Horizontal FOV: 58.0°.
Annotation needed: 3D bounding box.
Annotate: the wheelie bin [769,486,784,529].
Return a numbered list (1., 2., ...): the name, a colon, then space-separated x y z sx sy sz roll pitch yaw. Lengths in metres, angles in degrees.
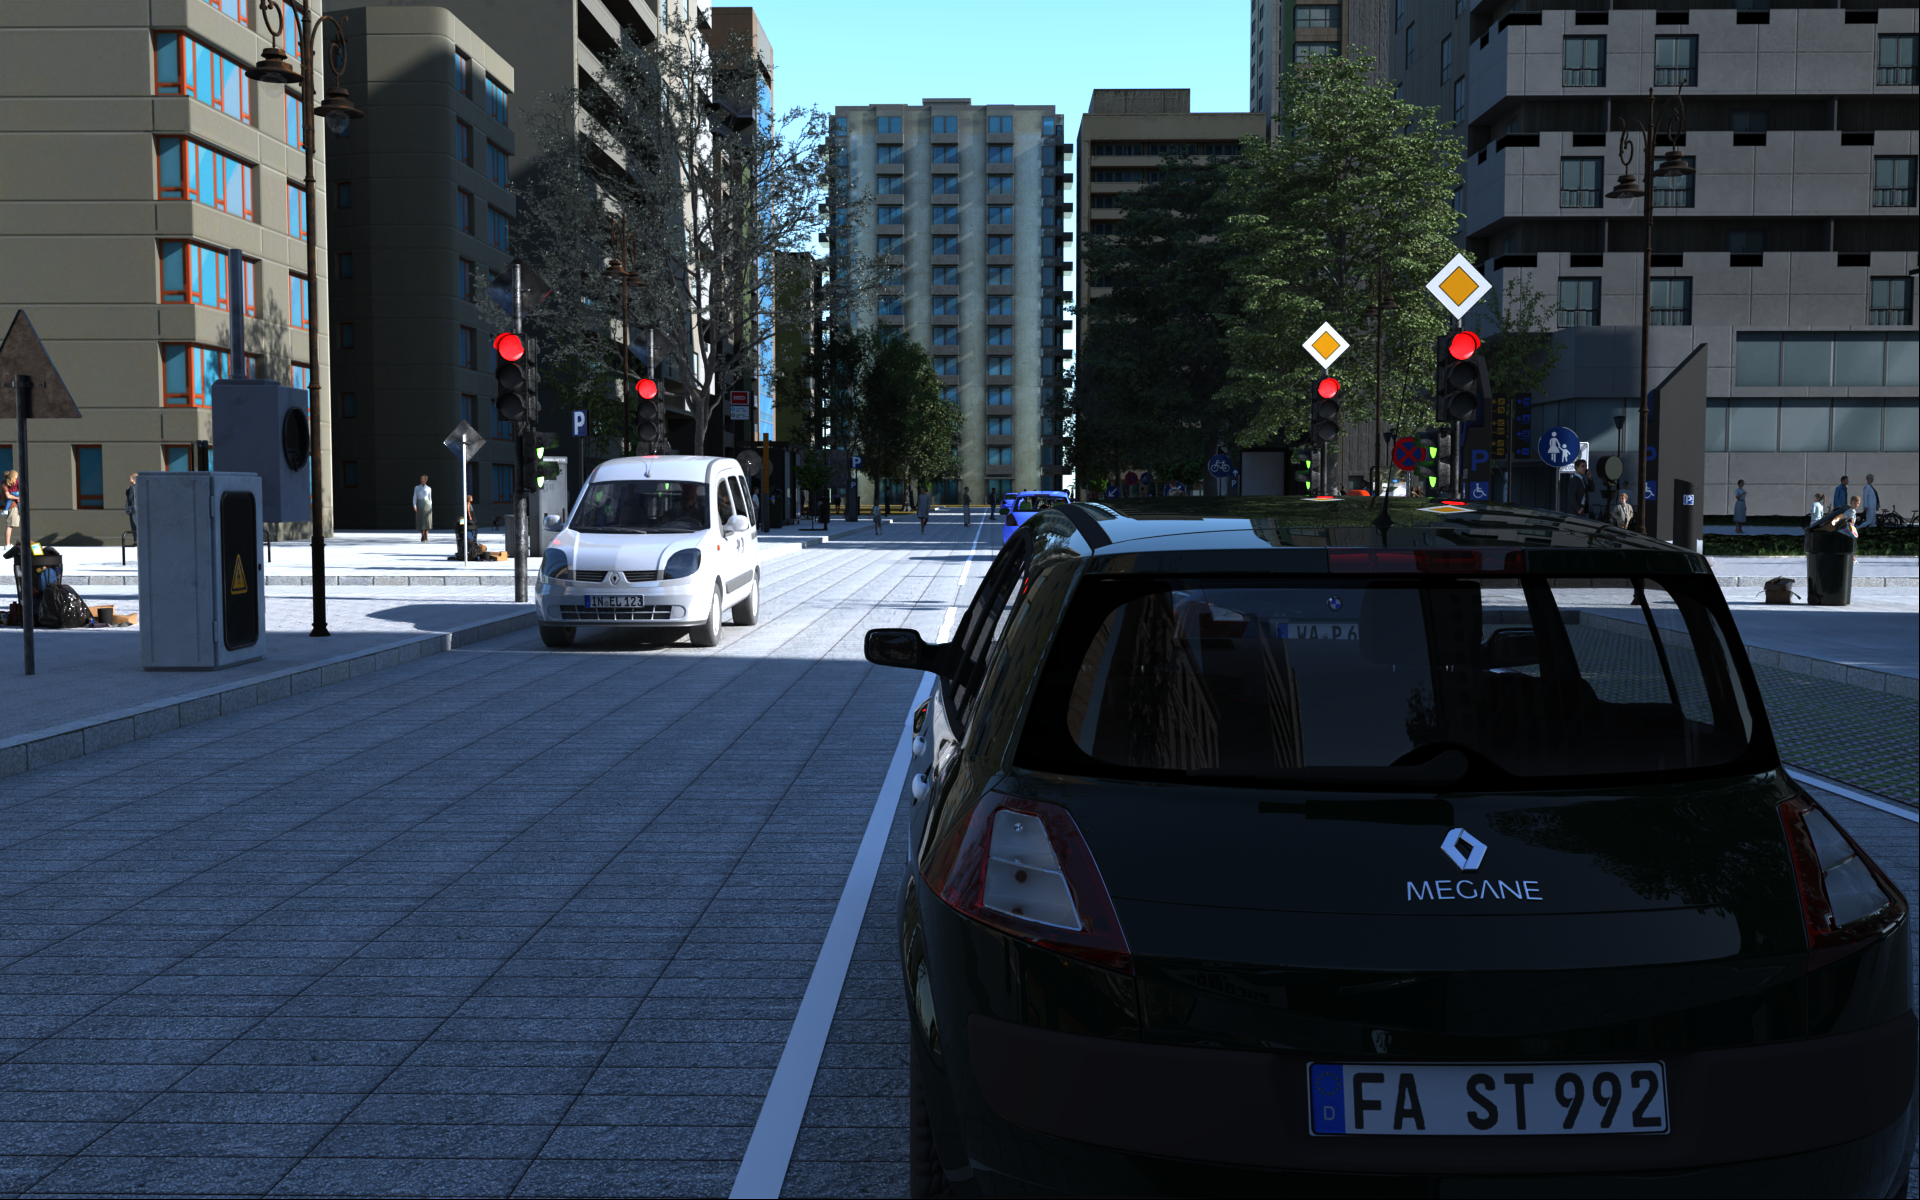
1. wheelie bin: -6.963 -3.471 64.667 0.693 1.594 0.980 -1 4 -23

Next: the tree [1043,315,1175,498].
1. tree: 10.120 -11.870 111.083 9.611 12.733 9.660 0 3 0

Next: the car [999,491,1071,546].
1. car: 1.828 -1.766 38.472 1.945 1.707 3.694 0 4 3

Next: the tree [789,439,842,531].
1. tree: -5.282 -4.063 61.031 1.663 3.219 1.824 0 3 0

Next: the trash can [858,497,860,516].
1. trash can: -6.135 -5.458 100.889 0.748 1.137 0.748 0 3 0

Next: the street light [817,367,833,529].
1. street light: -4.927 -5.536 63.301 0.468 5.910 1.993 0 4 1

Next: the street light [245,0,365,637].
1. street light: -5.786 -2.611 15.477 0.468 5.910 1.993 0 4 1

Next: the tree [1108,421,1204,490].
1. tree: 9.672 -5.648 76.051 4.285 4.588 4.351 0 3 0

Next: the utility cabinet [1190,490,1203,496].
1. utility cabinet: 14.059 -5.787 103.290 0.318 1.500 1.173 3 5 39

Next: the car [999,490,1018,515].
1. car: 3.636 -6.730 119.618 1.945 1.707 3.694 0 4 -1

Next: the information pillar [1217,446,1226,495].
1. information pillar: 12.827 -5.721 84.895 0.504 3.616 0.183 -2 4 -26

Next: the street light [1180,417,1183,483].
1. street light: 8.762 -5.860 68.593 0.468 5.910 1.993 0 4 1

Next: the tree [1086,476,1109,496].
1. tree: 9.901 -7.969 124.889 1.663 3.219 1.824 0 3 0

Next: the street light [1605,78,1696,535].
1. street light: 7.854 -2.879 19.858 0.468 5.910 1.993 0 4 1

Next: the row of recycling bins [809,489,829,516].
1. row of recycling bins: -8.333 -5.814 102.175 1.069 1.692 3.534 0 4 4

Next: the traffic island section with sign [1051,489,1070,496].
1. traffic island section with sign: 7.820 -7.449 130.415 1.989 1.847 2.006 0 4 1

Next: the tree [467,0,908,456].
1. tree: -6.512 -8.112 42.996 12.009 13.543 11.850 0 3 0

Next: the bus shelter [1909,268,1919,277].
1. bus shelter: 10.785 -1.465 15.233 1.731 3.624 6.357 0 4 1

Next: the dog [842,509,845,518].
1. dog: -6.070 -4.654 92.927 0.406 0.507 0.540 0 4 8

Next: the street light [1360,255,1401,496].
1. street light: 8.152 -3.729 33.758 0.468 5.910 1.993 0 4 1

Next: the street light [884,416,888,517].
1. street light: -4.181 -7.640 97.694 0.468 5.910 1.993 0 4 1

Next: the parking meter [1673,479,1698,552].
1. parking meter: 11.989 -1.237 28.632 0.372 1.533 0.369 0 3 0

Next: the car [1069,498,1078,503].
1. car: 2.760 -2.259 49.520 1.945 1.354 3.894 0 4 3

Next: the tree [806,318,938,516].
1. tree: -5.130 -10.855 103.230 9.928 11.665 9.643 0 3 0

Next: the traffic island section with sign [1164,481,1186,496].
1. traffic island section with sign: 6.409 -2.726 53.202 1.989 1.847 2.006 0 4 1

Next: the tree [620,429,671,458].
1. tree: -13.986 -5.838 79.169 4.285 4.588 4.351 0 3 0

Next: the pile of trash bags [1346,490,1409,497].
1. pile of trash bags: 9.769 -1.670 37.051 3.447 1.369 1.912 3 5 40

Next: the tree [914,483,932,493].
1. tree: -3.371 -9.983 157.817 1.663 3.219 1.824 0 3 0

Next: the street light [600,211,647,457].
1. street light: -5.533 -3.418 28.680 0.468 5.910 1.993 0 4 1

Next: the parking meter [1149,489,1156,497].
1. parking meter: 10.128 -5.069 91.292 0.372 1.533 0.369 0 3 0

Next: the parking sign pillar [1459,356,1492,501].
1. parking sign pillar: 9.910 -2.741 33.288 1.447 3.967 1.447 1 4 10

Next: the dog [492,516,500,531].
1. dog: -16.321 -2.699 60.966 0.540 0.507 0.406 1 4 17

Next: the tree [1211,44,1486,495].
1. tree: 9.924 -7.724 44.407 7.486 12.596 7.792 0 3 0

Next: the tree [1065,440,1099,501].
1. tree: 10.019 -11.404 136.822 4.360 8.622 3.978 0 3 0

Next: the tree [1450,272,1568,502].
1. tree: 17.893 -6.545 57.376 4.737 8.622 4.395 0 3 0

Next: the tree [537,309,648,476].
1. tree: -14.110 -7.136 67.042 4.737 8.622 4.395 0 3 0

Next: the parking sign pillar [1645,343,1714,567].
1. parking sign pillar: 12.658 -2.588 30.791 1.447 3.967 1.447 -2 4 -31

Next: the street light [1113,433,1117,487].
1. street light: 9.297 -7.963 102.990 0.468 5.910 1.993 0 4 1

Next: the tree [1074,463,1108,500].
1. tree: 11.187 -9.997 147.172 4.285 4.588 4.351 0 3 0

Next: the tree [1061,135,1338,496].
1. tree: 8.780 -9.456 61.269 9.857 13.997 8.962 0 3 0

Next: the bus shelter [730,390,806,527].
1. bus shelter: -7.770 -5.640 69.849 2.179 5.291 8.768 0 4 1

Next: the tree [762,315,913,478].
1. tree: -5.854 -9.545 90.468 7.601 10.594 8.767 2 4 34

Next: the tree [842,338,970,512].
1. tree: -4.028 -12.815 126.535 9.611 12.733 9.660 0 3 0

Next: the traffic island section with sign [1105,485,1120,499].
1. traffic island section with sign: 6.903 -4.375 80.153 1.989 1.847 2.006 0 4 1

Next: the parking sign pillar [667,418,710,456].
1. parking sign pillar: -8.726 -4.111 55.681 1.447 3.967 1.447 0 4 7

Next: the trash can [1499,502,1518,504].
1. trash can: 9.423 -1.154 30.519 0.748 1.137 0.748 0 3 0

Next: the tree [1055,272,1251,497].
1. tree: 10.085 -11.135 92.427 12.009 13.543 11.850 0 3 0

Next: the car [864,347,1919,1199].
1. car: 0.733 0.322 4.522 2.009 1.686 4.222 0 4 -1
